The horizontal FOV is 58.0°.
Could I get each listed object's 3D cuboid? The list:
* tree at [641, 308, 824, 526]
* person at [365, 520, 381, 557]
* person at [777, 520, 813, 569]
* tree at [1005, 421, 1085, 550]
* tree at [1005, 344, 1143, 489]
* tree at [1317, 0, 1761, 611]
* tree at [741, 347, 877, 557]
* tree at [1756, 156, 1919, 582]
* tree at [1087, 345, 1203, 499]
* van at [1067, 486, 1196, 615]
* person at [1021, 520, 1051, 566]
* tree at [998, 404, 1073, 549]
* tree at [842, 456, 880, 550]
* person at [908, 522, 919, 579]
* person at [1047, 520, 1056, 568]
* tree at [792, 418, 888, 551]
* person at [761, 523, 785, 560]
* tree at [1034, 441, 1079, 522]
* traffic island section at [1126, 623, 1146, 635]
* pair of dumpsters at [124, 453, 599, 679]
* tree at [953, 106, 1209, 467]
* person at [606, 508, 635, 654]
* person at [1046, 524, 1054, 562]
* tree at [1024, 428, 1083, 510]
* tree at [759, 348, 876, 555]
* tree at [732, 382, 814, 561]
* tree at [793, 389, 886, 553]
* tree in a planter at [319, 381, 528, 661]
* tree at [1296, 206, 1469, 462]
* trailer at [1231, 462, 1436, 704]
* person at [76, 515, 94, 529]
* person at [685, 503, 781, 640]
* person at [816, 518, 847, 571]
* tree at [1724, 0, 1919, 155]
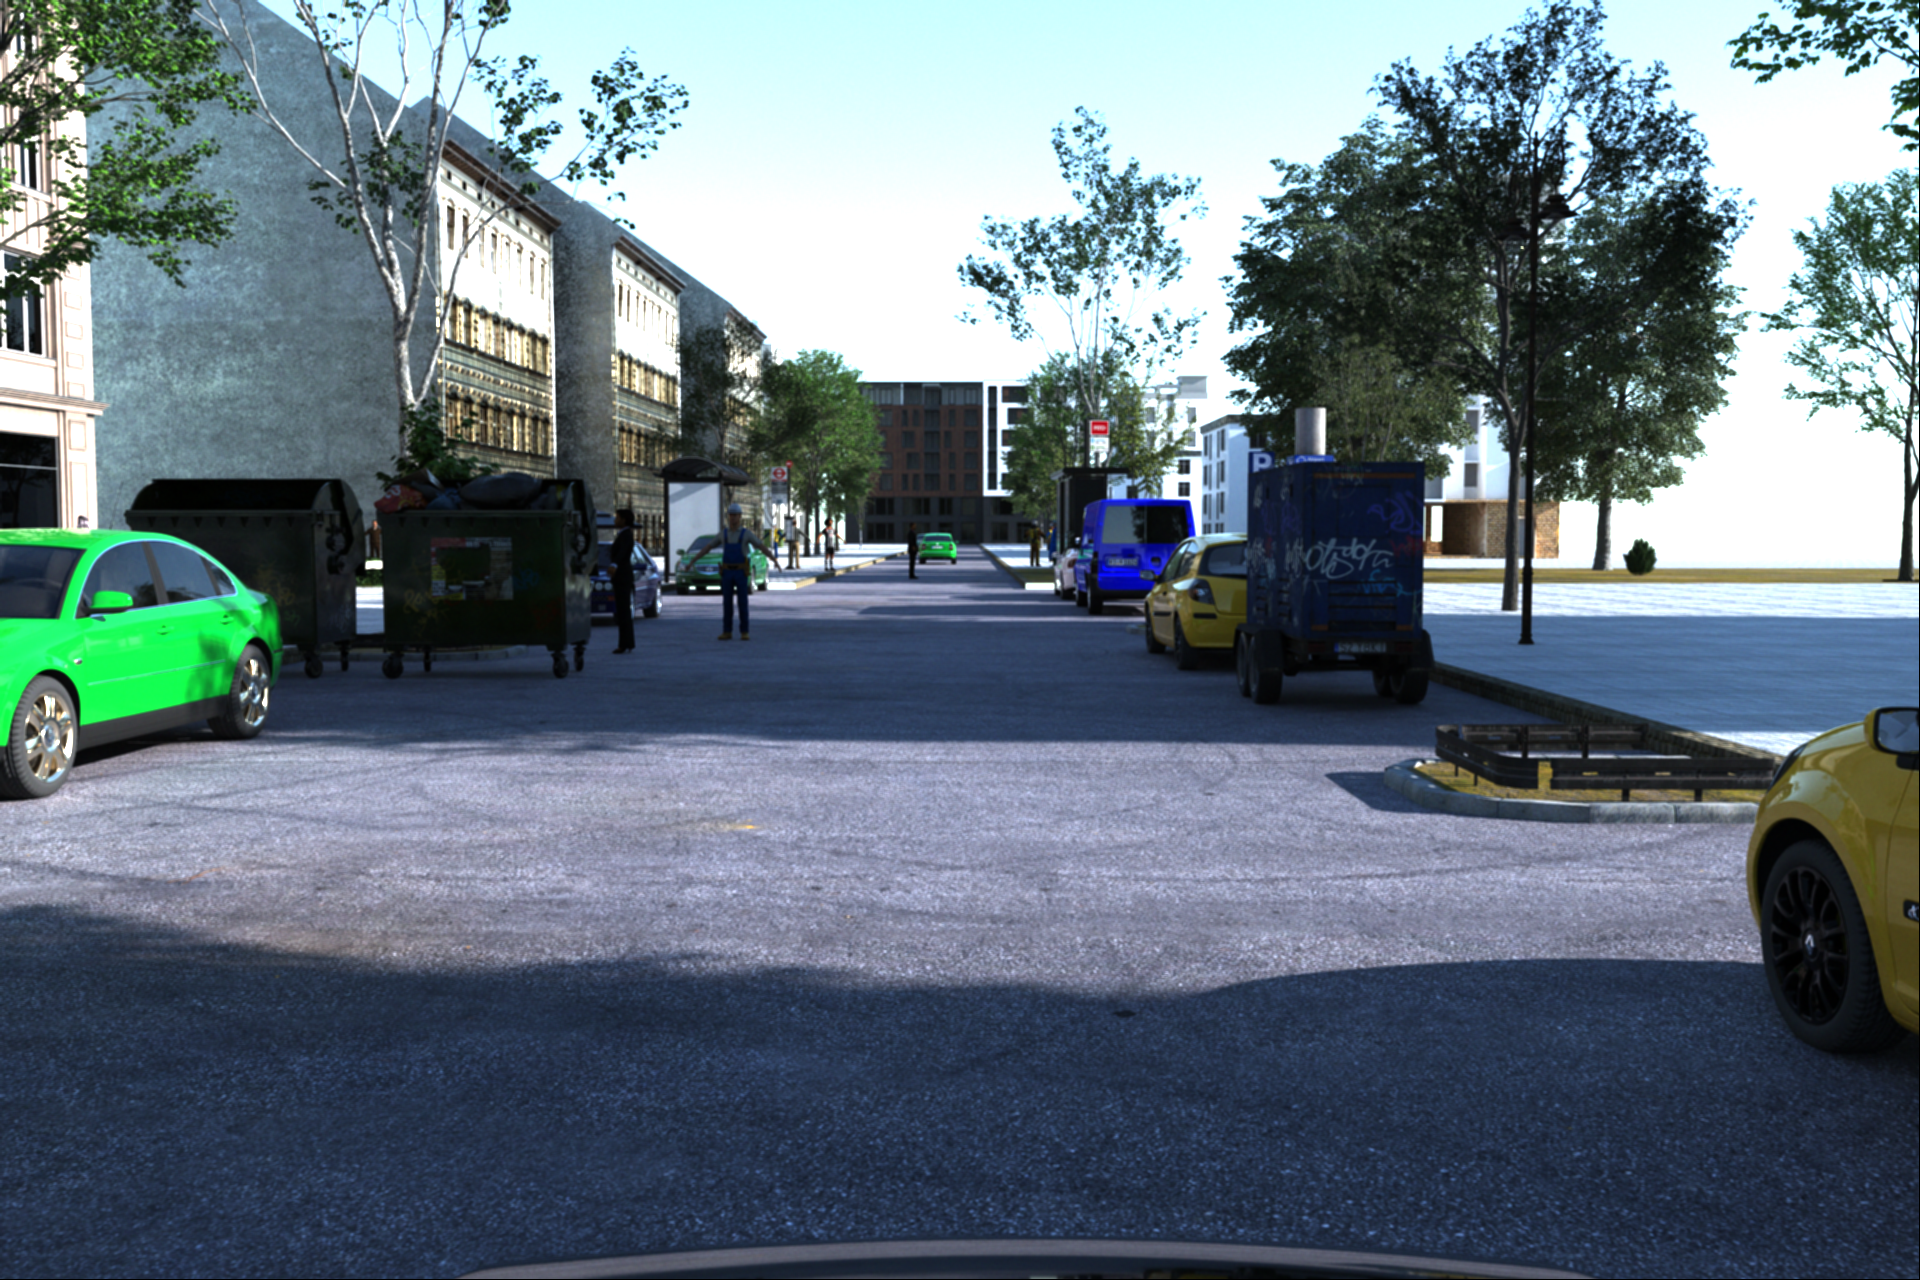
[{"bbox_3d":[-9.153,-8.330,70.611,8.767,10.594,7.601,2,4,24],"label":"tree"},{"bbox_3d":[-22.241,-3.652,65.846,1.346,1.812,0.704,-1,4,-21],"label":"person"},{"bbox_3d":[-6.122,-3.535,64.073,1.348,1.796,0.705,0,4,4],"label":"person"},{"bbox_3d":[7.292,-12.416,137.421,8.767,10.594,7.601,3,5,45],"label":"tree"},{"bbox_3d":[6.278,-10.363,95.186,9.928,11.665,9.643,0,3,0],"label":"tree"},{"bbox_3d":[9.528,-5.772,28.792,7.601,10.594,8.767,-2,4,-25],"label":"tree"},{"bbox_3d":[-8.276,-10.363,95.187,9.928,11.665,9.643,0,3,0],"label":"tree"},{"bbox_3d":[25.697,-7.376,46.348,9.928,11.665,9.643,0,3,0],"label":"tree"},{"bbox_3d":[7.144,-7.208,68.217,4.737,8.622,4.395,0,3,0],"label":"tree"},{"bbox_3d":[3.222,-1.720,32.501,2.240,2.365,5.245,0,3,0],"label":"van"},{"bbox_3d":[2.988,-3.849,68.695,1.354,1.858,0.705,2,4,32],"label":"person"},{"bbox_3d":[6.737,-14.271,151.455,7.486,12.596,7.792,0,3,0],"label":"tree"},{"bbox_3d":[-7.926,-11.717,141.930,4.360,8.622,3.978,0,3,0],"label":"tree"},{"bbox_3d":[-1.491,-2.861,55.455,0.704,1.802,1.346,0,4,3],"label":"person"},{"bbox_3d":[3.610,-3.674,66.192,0.704,1.817,1.347,-1,4,-14],"label":"person"},{"bbox_3d":[-9.173,-12.428,128.953,9.928,11.665,9.643,0,3,0],"label":"tree"},{"bbox_3d":[-9.119,-4.817,84.727,1.349,1.833,0.705,2,4,23],"label":"person"},{"bbox_3d":[6.816,-10.801,126.966,4.360,8.622,3.978,0,3,0],"label":"tree"},{"bbox_3d":[3.448,-0.149,25.300,1.991,0.108,1.994,0,4,0],"label":"traffic island section"},{"bbox_3d":[-5.999,-0.771,17.563,4.436,2.255,1.574,0,4,1],"label":"pair of dumpsters"},{"bbox_3d":[5.380,-13.691,79.730,12.611,20.169,13.585,0,3,0],"label":"tree"},{"bbox_3d":[-4.131,-0.715,20.864,0.721,1.740,1.216,0,4,-6],"label":"person"},{"bbox_3d":[4.323,-4.500,80.031,0.721,1.772,1.216,3,5,40],"label":"person"},{"bbox_3d":[6.486,-9.996,113.792,4.737,8.622,4.395,0,3,0],"label":"tree"},{"bbox_3d":[-9.142,-11.501,106.166,7.486,12.596,7.792,0,3,0],"label":"tree"},{"bbox_3d":[-8.910,-8.041,81.829,4.360,8.622,3.978,0,3,0],"label":"tree"},{"bbox_3d":[-8.729,-11.706,117.147,9.928,11.665,9.643,0,3,0],"label":"tree"},{"bbox_3d":[-6.221,-1.416,20.378,1.991,3.239,1.994,0,4,1],"label":"tree in a planter"},{"bbox_3d":[9.303,-5.445,39.392,4.360,8.622,3.978,0,3,0],"label":"tree"},{"bbox_3d":[3.187,-0.525,15.632,1.471,1.999,3.904,0,3,0],"label":"trailer"},{"bbox_3d":[-21.466,-2.184,42.418,0.621,1.740,0.551,0,4,-3],"label":"person"},{"bbox_3d":[-3.059,-0.930,23.513,1.347,1.847,0.705,1,4,9],"label":"person"},{"bbox_3d":[-4.506,-3.292,59.972,1.345,1.843,0.704,-3,5,-45],"label":"person"},{"bbox_3d":[8.769,-5.320,12.739,9.928,11.665,9.643,0,3,0],"label":"tree"}]
